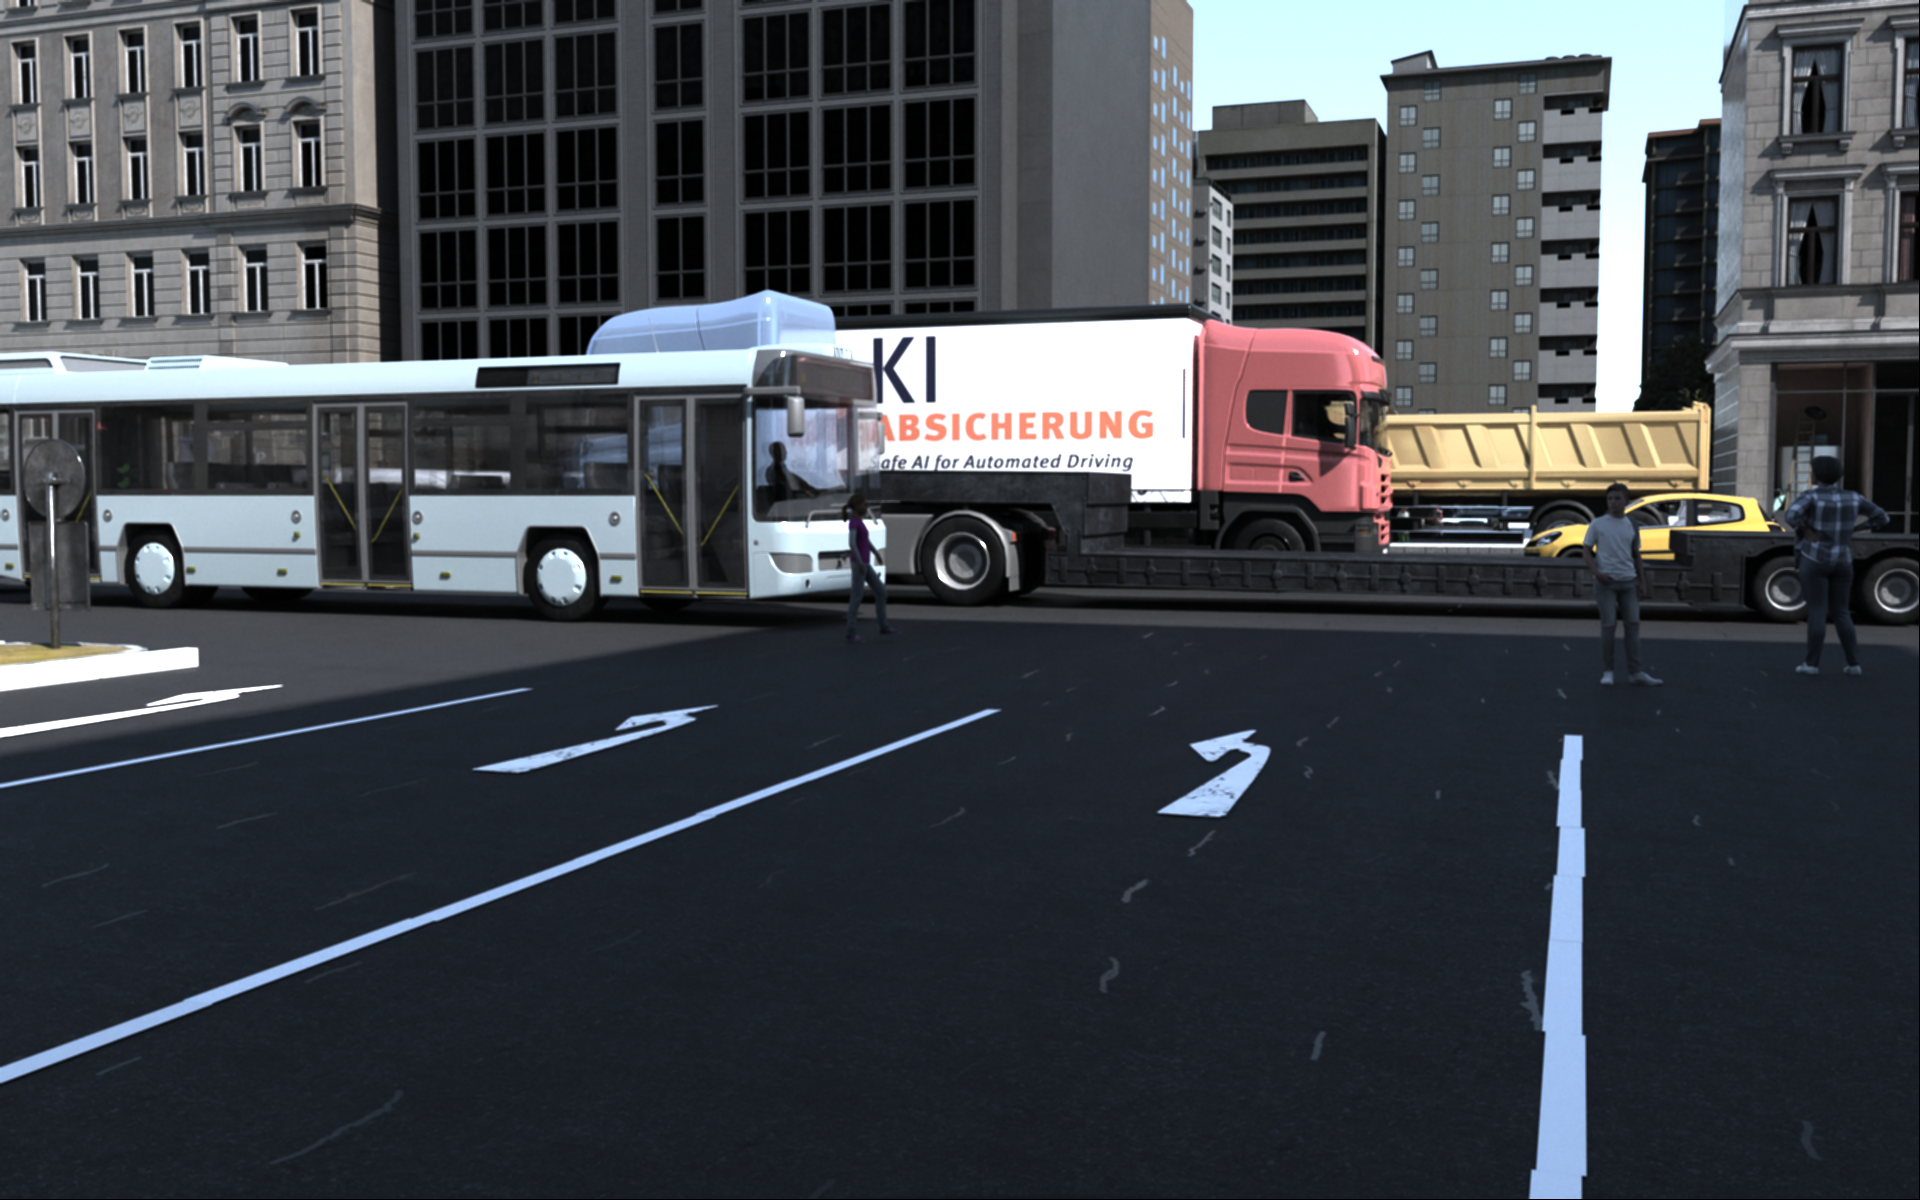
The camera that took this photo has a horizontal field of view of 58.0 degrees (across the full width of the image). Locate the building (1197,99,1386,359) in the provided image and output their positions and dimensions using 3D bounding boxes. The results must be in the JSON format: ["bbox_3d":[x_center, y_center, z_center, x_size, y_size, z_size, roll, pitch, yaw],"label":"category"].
[{"bbox_3d":[42.099,-36.240,216.224,21.600,48.544,21.300,1,4,20],"label":"building"}]

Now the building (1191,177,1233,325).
[{"bbox_3d":[17.835,-23.884,162.205,14.107,30.474,14.160,1,4,20],"label":"building"}]

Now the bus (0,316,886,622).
[{"bbox_3d":[-6.620,-1.622,21.383,13.247,3.499,2.948,1,4,22],"label":"bus"}]

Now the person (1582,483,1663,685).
[{"bbox_3d":[4.981,-0.119,13.047,0.503,1.515,0.523,-2,4,-32],"label":"person"}]

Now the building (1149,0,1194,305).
[{"bbox_3d":[11.409,-30.407,147.267,14.600,45.320,14.200,1,4,20],"label":"building"}]

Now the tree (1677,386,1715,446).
[{"bbox_3d":[49.332,-10.184,116.877,4.737,8.622,4.395,0,3,0],"label":"tree"}]

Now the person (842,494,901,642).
[{"bbox_3d":[-0.822,-0.312,16.835,0.776,1.435,0.726,0,4,8],"label":"person"}]

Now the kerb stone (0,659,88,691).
[{"bbox_3d":[-6.910,0.563,12.991,0.120,0.150,1.000,1,4,20],"label":"kerb stone"}]

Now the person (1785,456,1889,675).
[{"bbox_3d":[6.887,-0.276,13.737,0.841,1.734,0.376,0,3,0],"label":"person"}]

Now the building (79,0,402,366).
[{"bbox_3d":[-30.152,-16.583,68.389,25.104,27.353,12.463,1,4,20],"label":"building"}]

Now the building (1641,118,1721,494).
[{"bbox_3d":[91.775,-33.276,198.694,28.867,44.769,22.147,1,4,20],"label":"building"}]

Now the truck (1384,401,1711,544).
[{"bbox_3d":[9.615,-2.376,34.768,9.791,3.379,3.469,1,4,18],"label":"truck"}]

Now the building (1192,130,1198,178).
[{"bbox_3d":[17.687,-37.072,225.731,30.456,49.044,23.786,1,4,20],"label":"building"}]

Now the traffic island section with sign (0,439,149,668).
[{"bbox_3d":[-7.709,-0.347,13.812,2.006,1.907,1.989,1,4,20],"label":"traffic island section with sign"}]

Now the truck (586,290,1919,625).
[{"bbox_3d":[3.326,-1.973,22.019,18.799,4.110,2.967,1,4,18],"label":"truck"}]

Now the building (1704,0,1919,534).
[{"bbox_3d":[22.897,-12.071,48.266,40.483,20.767,10.553,1,4,20],"label":"building"}]

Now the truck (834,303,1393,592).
[{"bbox_3d":[1.670,-2.351,27.357,11.283,4.237,2.839,1,4,20],"label":"truck"}]

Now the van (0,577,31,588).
[{"bbox_3d":[-15.353,-1.157,25.927,4.112,2.044,2.013,1,4,19],"label":"van"}]

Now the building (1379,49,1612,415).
[{"bbox_3d":[66.426,-38.042,211.227,27.495,52.752,28.713,1,4,20],"label":"building"}]

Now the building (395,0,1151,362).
[{"bbox_3d":[-6.538,-16.390,61.483,24.014,27.812,14.314,1,4,20],"label":"building"}]

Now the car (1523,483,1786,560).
[{"bbox_3d":[11.161,-1.079,27.872,3.980,1.641,2.015,1,4,18],"label":"car"}]

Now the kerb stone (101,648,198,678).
[{"bbox_3d":[-6.566,0.503,13.965,0.120,0.150,1.000,1,4,20],"label":"kerb stone"}]

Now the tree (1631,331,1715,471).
[{"bbox_3d":[55.820,-13.905,134.766,7.806,13.903,7.818,0,3,0],"label":"tree"}]

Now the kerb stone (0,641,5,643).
[{"bbox_3d":[-8.551,0.462,14.648,0.120,0.150,1.000,1,4,20],"label":"kerb stone"}]
